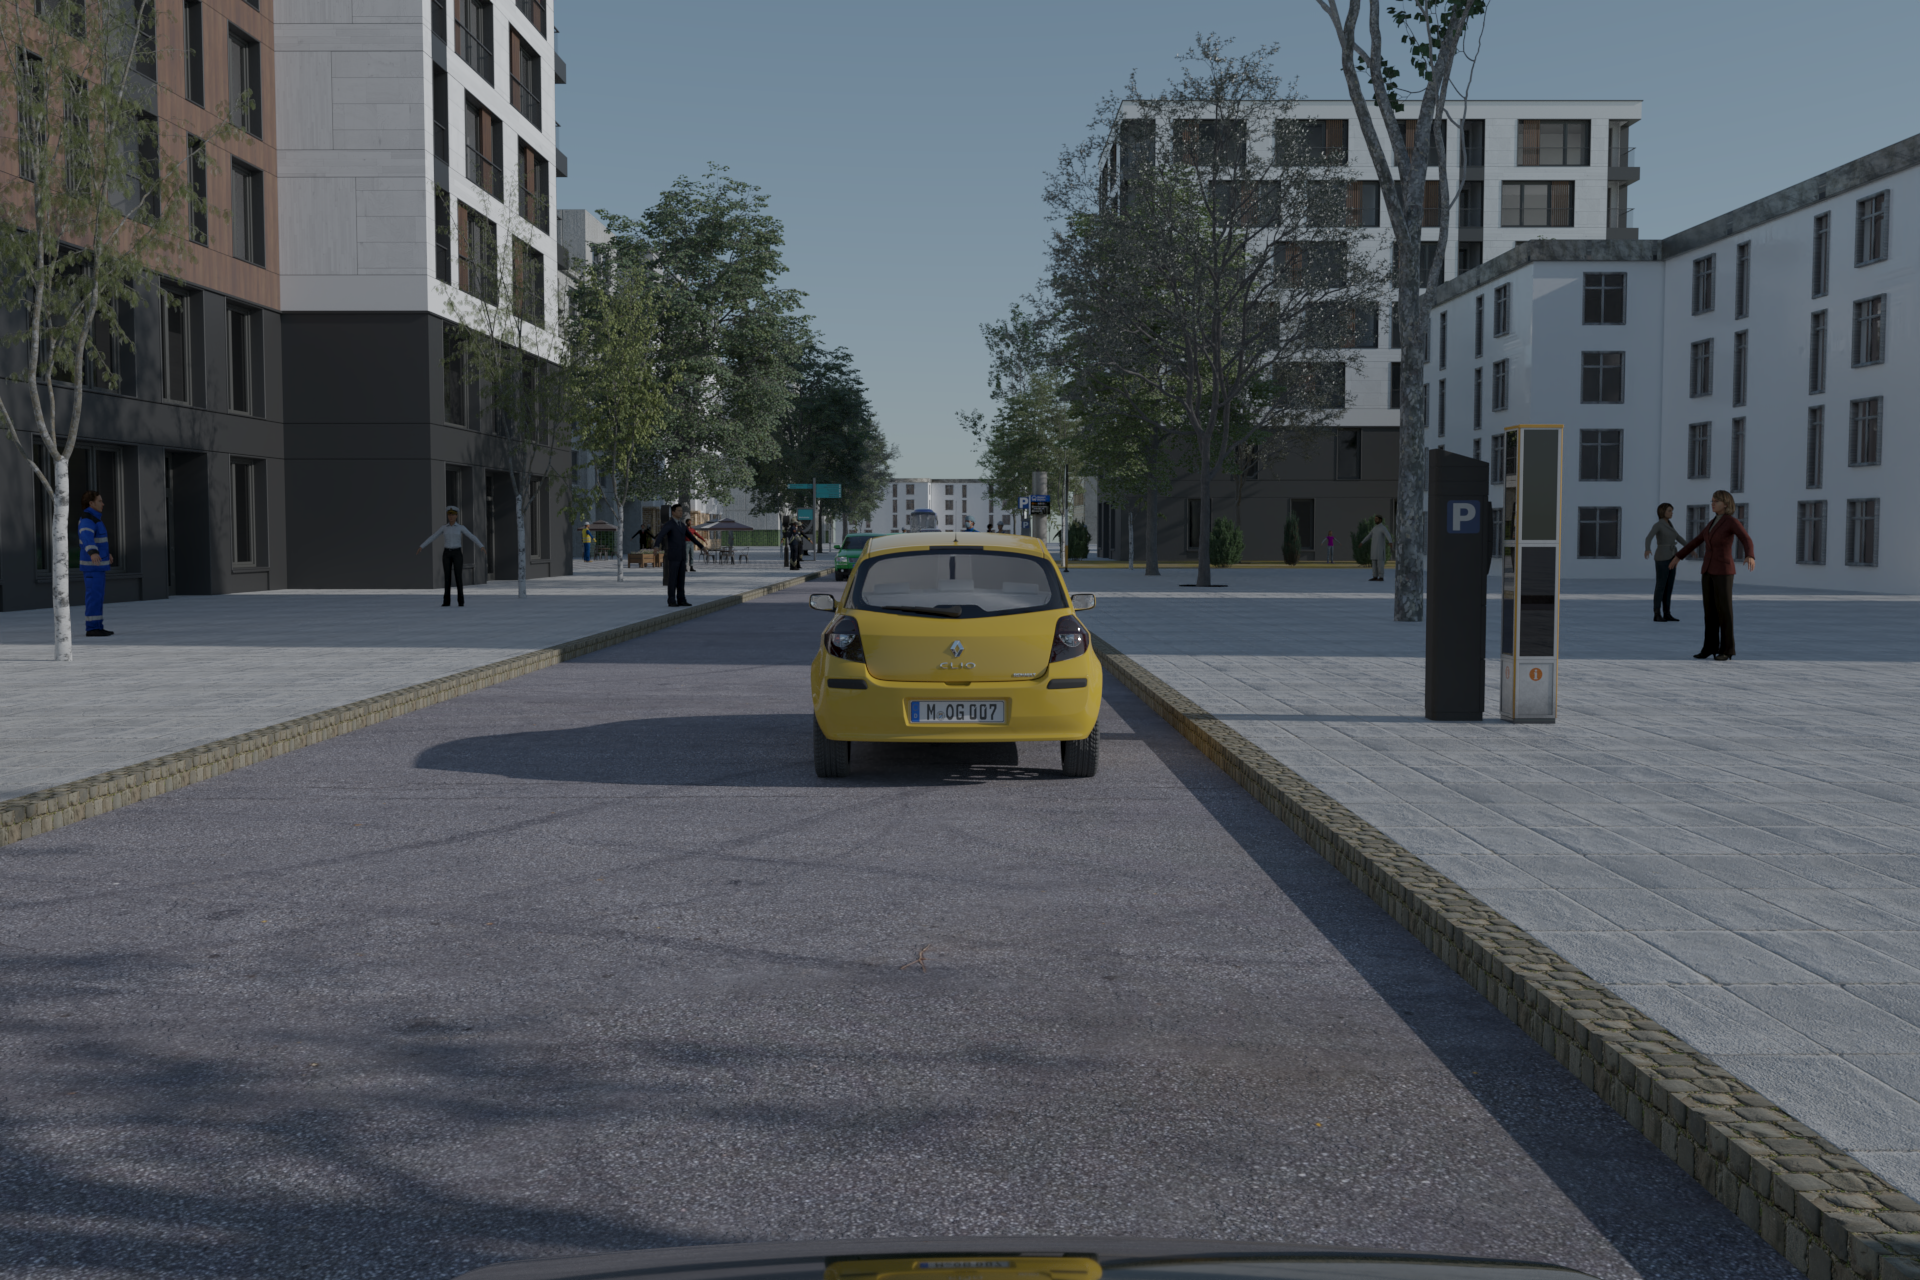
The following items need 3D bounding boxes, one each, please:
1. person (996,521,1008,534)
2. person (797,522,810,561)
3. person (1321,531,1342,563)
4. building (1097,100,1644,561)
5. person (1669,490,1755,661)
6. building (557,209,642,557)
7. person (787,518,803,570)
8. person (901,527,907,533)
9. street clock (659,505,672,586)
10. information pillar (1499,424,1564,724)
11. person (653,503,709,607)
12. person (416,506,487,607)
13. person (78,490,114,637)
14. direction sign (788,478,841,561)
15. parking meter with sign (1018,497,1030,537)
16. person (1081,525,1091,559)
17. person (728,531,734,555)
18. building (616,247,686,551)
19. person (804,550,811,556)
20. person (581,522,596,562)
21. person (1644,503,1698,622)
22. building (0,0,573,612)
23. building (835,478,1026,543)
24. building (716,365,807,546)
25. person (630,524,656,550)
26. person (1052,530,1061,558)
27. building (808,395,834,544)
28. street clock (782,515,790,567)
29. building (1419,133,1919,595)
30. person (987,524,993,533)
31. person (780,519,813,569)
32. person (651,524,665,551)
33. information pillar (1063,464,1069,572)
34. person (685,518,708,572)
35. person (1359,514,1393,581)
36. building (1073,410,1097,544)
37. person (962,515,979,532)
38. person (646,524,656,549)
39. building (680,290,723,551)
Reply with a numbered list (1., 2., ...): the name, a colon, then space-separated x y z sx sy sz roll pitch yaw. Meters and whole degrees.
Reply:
1. person: 1.268 -2.849 54.894 1.347 1.847 0.705 2 4 32
2. person: -7.526 -4.615 81.226 1.354 1.856 0.705 3 5 42
3. person: 16.278 -4.081 75.986 0.991 1.433 0.599 -1 4 -15
4. building: 21.537 -15.548 98.177 27.936 21.610 32.646 0 3 0
5. person: 7.659 -0.662 17.628 0.721 1.729 1.215 -1 4 -15
6. building: -28.727 -13.956 94.643 16.747 18.905 31.486 0 4 0
7. person: -5.863 -3.390 61.292 0.704 1.845 1.351 -2 4 -24
8. person: -2.540 -4.390 80.704 0.721 1.772 1.216 -3 5 -42
9. street clock: -7.266 -2.344 42.886 0.358 2.002 0.471 0 4 0
10. information pillar: 3.881 -0.446 11.780 0.304 2.012 0.304 0 4 -1
11. person: -4.984 -1.504 30.632 0.704 1.823 1.345 2 4 34
12. person: -8.987 -1.479 30.639 1.216 1.778 0.721 0 4 -4
13. person: -10.851 -0.966 21.771 0.704 1.831 1.345 -1 4 -20
14. direction sign: -6.915 -5.758 82.899 2.525 3.948 1.411 0 3 0
15. parking meter with sign: 3.010 -5.156 80.555 0.543 3.016 1.738 0 4 -1
16. person: 6.482 -5.165 90.909 0.721 1.772 1.216 3 5 43
17. person: -13.662 -5.957 103.579 0.705 1.806 1.347 -1 4 -10
18. building: -25.118 -15.854 115.630 16.016 20.090 11.380 0 4 0
19. person: -9.100 -5.913 102.907 0.704 1.802 1.346 -2 4 -29
20. person: -16.992 -4.468 79.029 0.705 1.833 1.349 -3 4 -38
21. person: 10.376 -1.135 25.317 1.215 1.744 0.721 -2 4 -34
22. building: -26.147 -11.832 37.425 27.936 21.610 32.646 0 4 0
23. building: -4.219 -19.257 259.455 28.070 9.664 9.099 0 4 6
24. building: -27.225 -20.201 196.751 16.747 18.905 31.486 0 4 1
25. person: -16.751 -5.221 91.557 1.347 1.806 0.705 -1 4 -14
26. person: 5.544 -5.296 92.735 1.346 1.812 0.704 2 4 26
27. building: -26.656 -22.437 233.294 16.747 18.905 31.486 0 4 0
28. street clock: -6.751 -3.839 67.340 0.358 2.002 0.471 0 4 1
29. building: 20.760 -6.574 49.638 9.099 9.664 28.070 0 4 0
30. person: 1.617 -5.214 91.388 0.704 1.843 1.345 1 4 23
31. person: -6.107 -3.575 64.392 1.347 1.837 0.705 -2 4 -33
32. person: -12.924 -4.235 75.962 1.216 1.740 0.721 -1 4 -12
33. information pillar: 3.575 -4.091 58.249 0.183 3.616 0.504 0 3 0
34. person: -9.219 -3.231 58.927 1.345 1.816 0.704 -3 4 -38
35. person: 11.383 -2.516 47.226 0.704 1.819 1.344 -2 4 -26
36. building: 25.058 -24.452 230.721 19.493 23.208 18.063 0 4 -1
37. person: 0.182 -1.665 35.809 1.347 1.817 0.704 2 4 32
38. person: -18.253 -5.869 101.726 0.705 1.858 1.354 2 4 23
39. building: -25.253 -17.057 135.304 16.016 20.090 11.380 0 4 -1
